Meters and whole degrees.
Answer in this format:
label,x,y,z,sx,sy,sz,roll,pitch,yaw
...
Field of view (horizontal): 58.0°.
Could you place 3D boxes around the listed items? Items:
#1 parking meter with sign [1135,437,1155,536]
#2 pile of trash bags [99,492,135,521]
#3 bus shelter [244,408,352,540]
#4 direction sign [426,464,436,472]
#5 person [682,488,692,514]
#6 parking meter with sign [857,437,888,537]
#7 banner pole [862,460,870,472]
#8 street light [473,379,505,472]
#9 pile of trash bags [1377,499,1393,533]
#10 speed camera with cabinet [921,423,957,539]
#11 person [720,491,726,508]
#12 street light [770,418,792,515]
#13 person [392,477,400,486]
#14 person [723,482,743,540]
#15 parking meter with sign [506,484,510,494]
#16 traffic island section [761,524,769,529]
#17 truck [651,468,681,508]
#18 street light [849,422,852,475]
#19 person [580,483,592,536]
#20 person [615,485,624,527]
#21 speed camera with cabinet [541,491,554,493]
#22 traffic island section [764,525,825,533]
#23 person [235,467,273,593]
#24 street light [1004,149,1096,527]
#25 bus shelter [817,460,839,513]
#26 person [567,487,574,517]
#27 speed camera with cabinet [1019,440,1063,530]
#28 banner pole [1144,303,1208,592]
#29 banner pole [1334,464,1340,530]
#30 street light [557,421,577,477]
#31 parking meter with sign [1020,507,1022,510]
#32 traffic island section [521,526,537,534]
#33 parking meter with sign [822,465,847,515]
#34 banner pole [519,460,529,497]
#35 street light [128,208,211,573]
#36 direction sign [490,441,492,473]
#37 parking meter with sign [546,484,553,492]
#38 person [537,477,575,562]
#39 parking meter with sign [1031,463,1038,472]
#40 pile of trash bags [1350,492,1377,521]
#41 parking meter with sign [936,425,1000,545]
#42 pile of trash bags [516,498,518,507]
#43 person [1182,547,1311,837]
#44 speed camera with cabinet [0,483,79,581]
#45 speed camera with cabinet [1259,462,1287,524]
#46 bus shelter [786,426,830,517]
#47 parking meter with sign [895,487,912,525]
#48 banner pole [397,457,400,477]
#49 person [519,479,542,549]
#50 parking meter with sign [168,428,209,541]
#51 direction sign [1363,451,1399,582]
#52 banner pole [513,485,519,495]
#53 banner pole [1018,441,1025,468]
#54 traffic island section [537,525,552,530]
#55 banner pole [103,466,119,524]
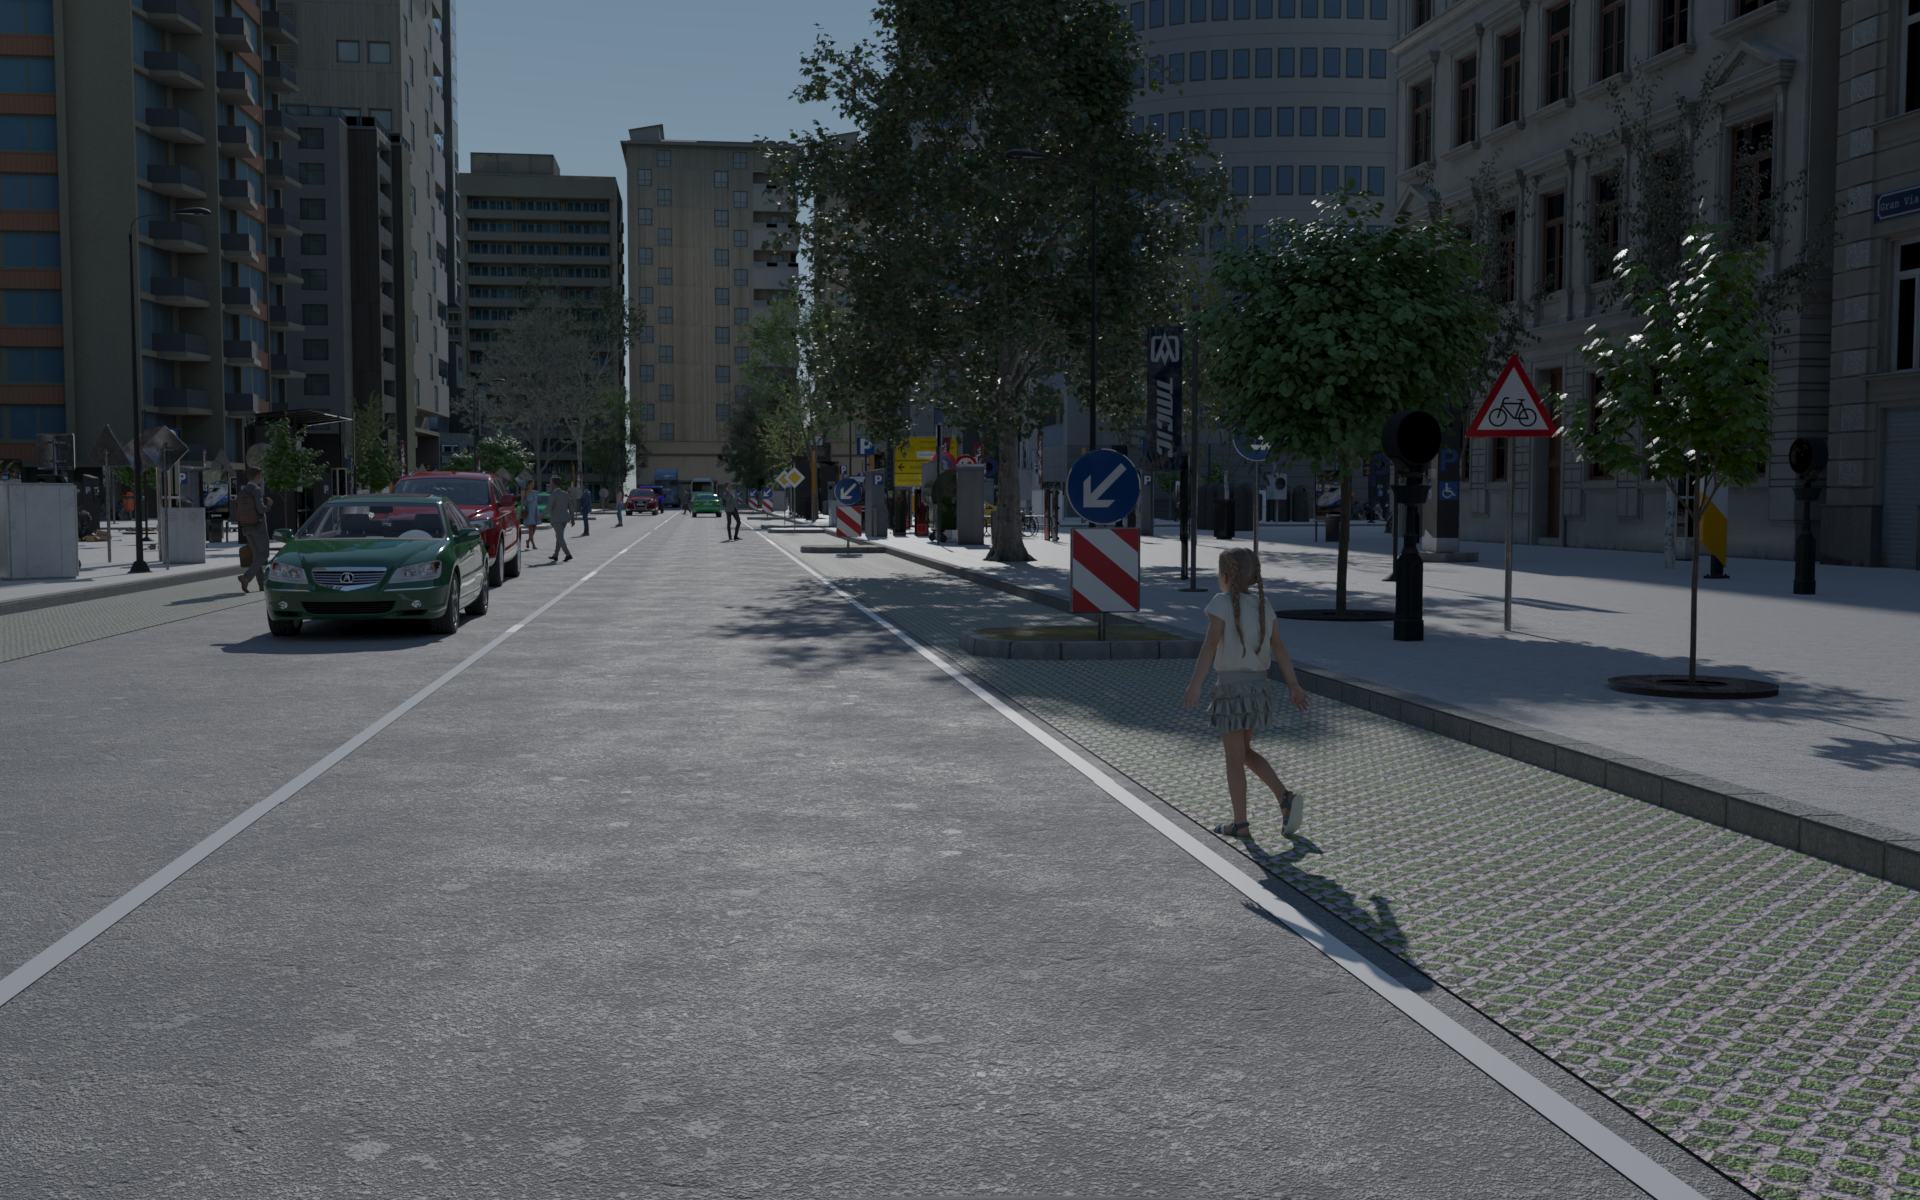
label,x,y,z,sx,sy,sz,roll,pitch,yaw
parking meter with sign,5.764,-3.511,53.665,0.543,3.016,1.738,0,4,-6
pile of trash bags,-40.754,-4.508,83.457,3.447,1.369,1.912,3,4,37
bus shelter,-19.082,-3.609,50.284,1.731,3.624,6.357,-1,4,-8
direction sign,-39.296,-8.366,128.774,0.379,3.537,0.876,3,4,38
person,-19.225,-6.939,121.911,0.822,1.834,0.622,-2,4,-29
parking meter with sign,-2.603,-3.443,52.549,0.543,3.016,1.738,-1,4,-21
banner pole,-6.833,-8.285,125.484,0.863,3.779,0.401,0,4,6
street light,-19.045,-5.958,69.952,1.470,5.913,1.316,-1,4,-8
pile of trash bags,15.800,-2.881,56.861,3.447,1.369,1.912,-1,4,-20
speed camera with cabinet,-0.522,-3.332,48.815,0.660,3.252,2.038,1,4,17
person,-24.063,-10.272,177.174,1.217,1.743,0.721,0,4,4
street light,-10.913,-8.175,106.207,1.470,5.913,1.316,-1,4,-8
person,-12.056,-1.724,36.954,0.850,1.792,0.678,-1,4,-17
person,-7.106,-2.780,54.133,0.592,1.802,0.473,-2,4,-29
parking meter with sign,-33.008,-7.907,125.532,1.738,3.016,0.543,2,4,31
traffic island section,-7.252,-3.036,71.926,2.009,0.180,2.903,-1,4,-8
truck,-31.396,-12.008,186.089,2.967,4.110,18.799,-1,4,-8
street light,-4.558,-5.561,63.471,1.470,5.913,1.316,-1,4,-8
person,-12.873,-3.113,59.574,0.419,1.800,0.721,-1,4,-13
person,-14.981,-4.148,76.327,0.388,1.821,0.555,0,4,3
speed camera with cabinet,-31.323,-8.437,132.284,2.038,3.252,0.660,0,4,7
traffic island section,-6.085,-2.553,64.026,2.009,0.180,2.903,-1,4,-8
person,-10.320,-1.029,25.289,0.622,1.834,0.822,2,4,26
street light,1.284,-3.122,23.589,1.470,5.913,1.316,-1,4,-8
bus shelter,-9.344,-7.819,119.131,1.731,3.624,6.357,-1,4,-8
person,-21.800,-5.420,97.098,0.573,1.828,0.580,1,4,23
speed camera with cabinet,2.889,-4.336,65.231,0.660,3.252,2.038,-3,4,-38
banner pole,2.849,-2.004,22.779,0.863,3.779,0.401,0,4,5
banner pole,13.663,-4.426,62.375,0.401,3.779,0.863,-2,4,-28
street light,-25.016,-8.419,110.197,1.470,5.913,1.316,-1,4,-8
parking meter with sign,1.649,-3.616,55.379,0.543,3.016,1.738,1,4,10
traffic island section,-16.515,-2.460,62.497,2.009,0.180,2.903,-1,4,-8
parking meter with sign,-7.692,-6.693,105.692,1.738,3.016,0.543,3,5,42
banner pole,-32.544,-8.498,128.953,0.863,3.779,0.401,-3,5,-43
street light,-12.852,-3.403,28.177,1.470,5.913,1.316,-1,4,-8
direction sign,-20.305,-5.076,74.985,0.379,3.537,0.876,-1,4,-15
parking meter with sign,-32.042,-8.530,135.732,1.738,3.016,0.543,-1,4,-11
person,-8.555,-1.723,36.942,0.850,1.792,0.678,2,4,32
parking meter with sign,3.675,-6.125,96.398,0.543,3.016,1.738,-3,4,-37
pile of trash bags,19.576,-4.625,85.368,1.912,1.369,3.447,0,4,-4
parking meter with sign,0.276,-2.903,43.726,1.738,3.016,0.543,0,4,-5
pile of trash bags,-37.322,-8.016,140.811,1.912,1.369,3.447,2,4,30
person,1.165,0.390,7.145,0.505,1.210,0.382,-2,4,-34
speed camera with cabinet,-14.272,-1.915,25.652,0.660,3.252,2.038,3,5,45
speed camera with cabinet,13.028,-4.893,74.329,2.038,3.252,0.660,-2,4,-25
bus shelter,-8.802,-7.449,99.428,2.179,5.291,8.768,-1,4,-8
parking meter with sign,-2.379,-4.696,73.048,1.738,3.016,0.543,1,4,10
banner pole,-37.572,-7.703,115.964,0.401,3.779,0.863,-2,4,-28
person,-11.147,-2.215,44.812,0.616,1.811,0.778,-3,4,-37
parking meter with sign,-20.790,-3.093,46.824,0.543,3.016,1.738,1,4,11
direction sign,6.401,-2.042,25.384,0.876,3.537,0.379,3,5,43
banner pole,-32.813,-8.378,126.995,0.401,3.779,0.863,-1,4,-21
banner pole,3.014,-5.639,82.218,0.401,3.779,0.863,0,4,3
traffic island section,-17.681,-2.943,70.396,2.009,0.180,2.903,-1,4,-8
banner pole,-36.374,-5.140,74.052,0.863,3.779,0.401,2,4,26
